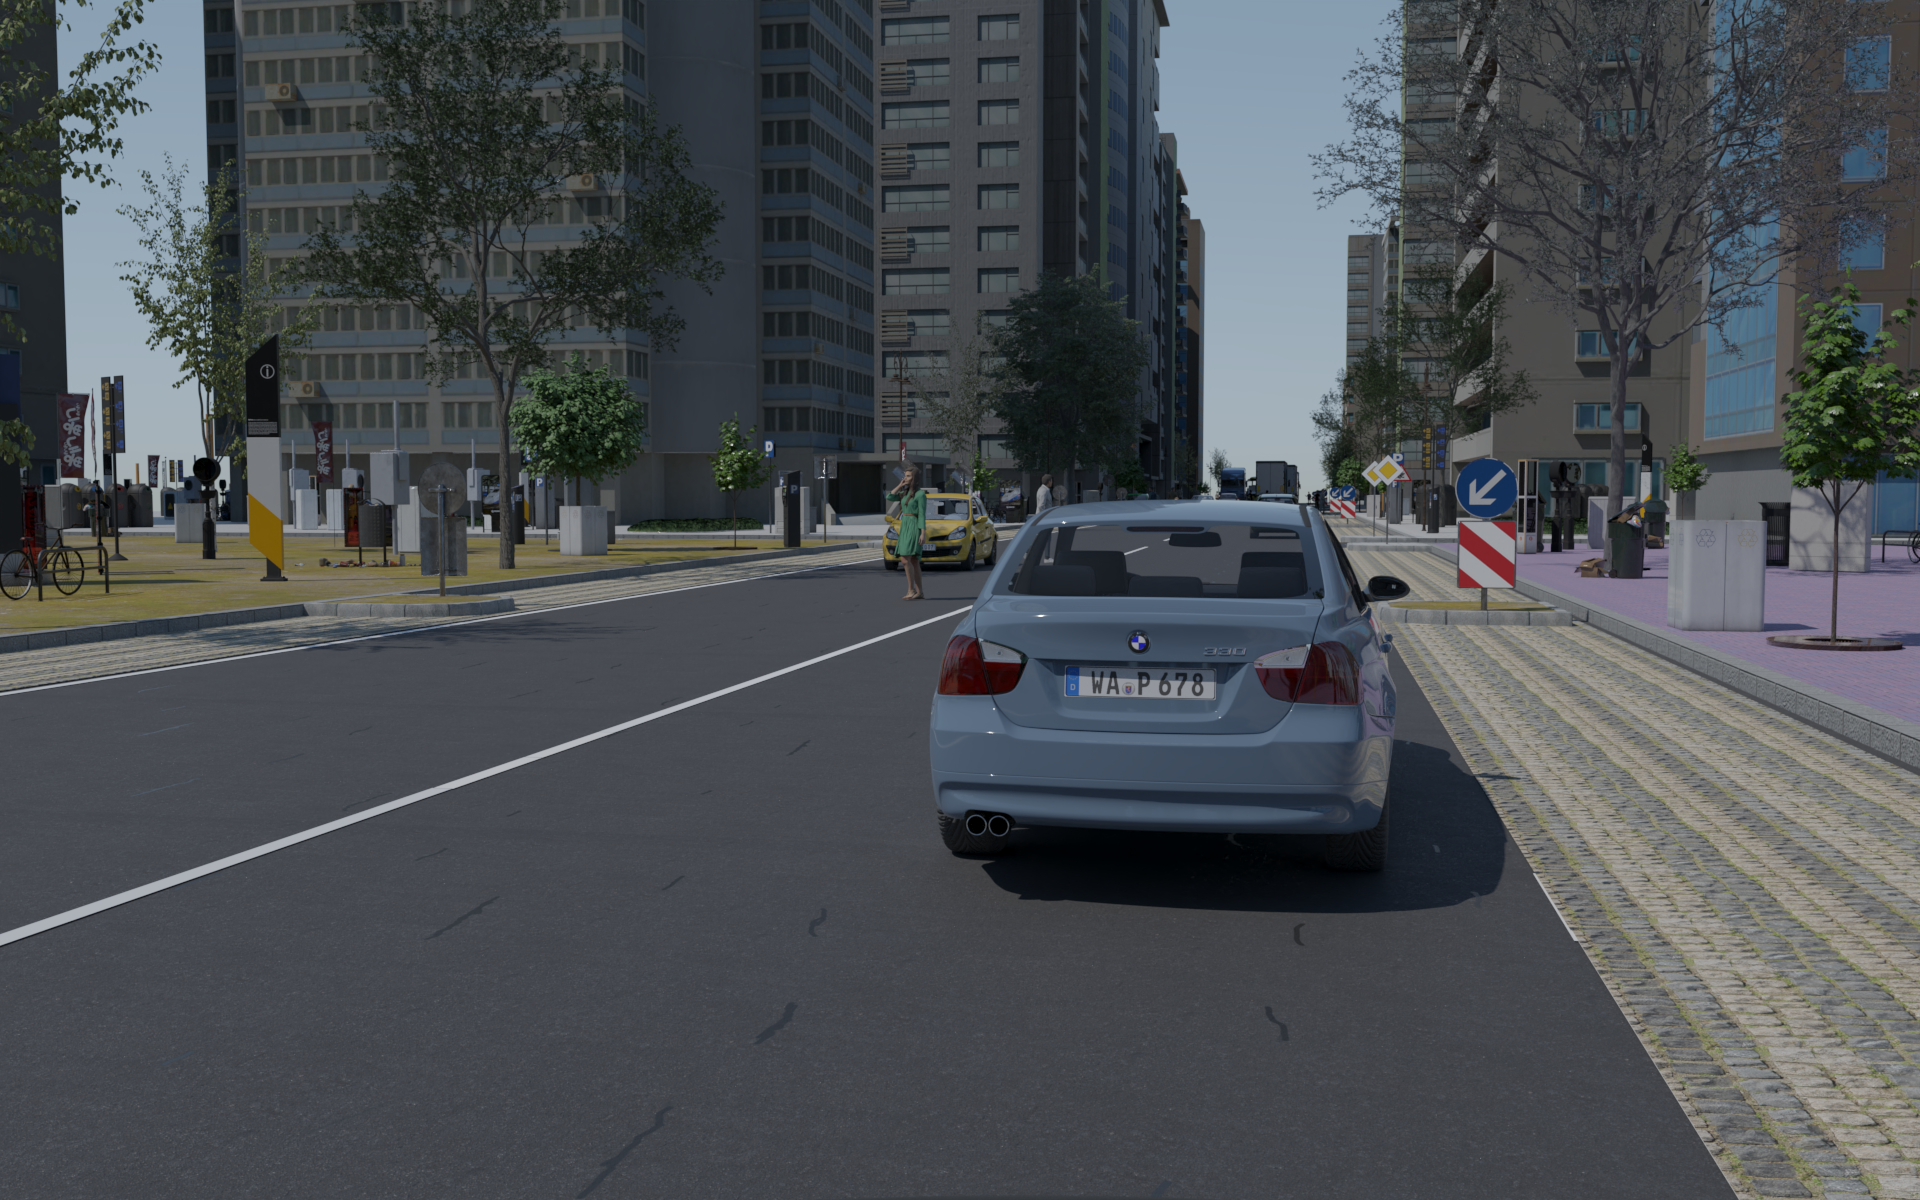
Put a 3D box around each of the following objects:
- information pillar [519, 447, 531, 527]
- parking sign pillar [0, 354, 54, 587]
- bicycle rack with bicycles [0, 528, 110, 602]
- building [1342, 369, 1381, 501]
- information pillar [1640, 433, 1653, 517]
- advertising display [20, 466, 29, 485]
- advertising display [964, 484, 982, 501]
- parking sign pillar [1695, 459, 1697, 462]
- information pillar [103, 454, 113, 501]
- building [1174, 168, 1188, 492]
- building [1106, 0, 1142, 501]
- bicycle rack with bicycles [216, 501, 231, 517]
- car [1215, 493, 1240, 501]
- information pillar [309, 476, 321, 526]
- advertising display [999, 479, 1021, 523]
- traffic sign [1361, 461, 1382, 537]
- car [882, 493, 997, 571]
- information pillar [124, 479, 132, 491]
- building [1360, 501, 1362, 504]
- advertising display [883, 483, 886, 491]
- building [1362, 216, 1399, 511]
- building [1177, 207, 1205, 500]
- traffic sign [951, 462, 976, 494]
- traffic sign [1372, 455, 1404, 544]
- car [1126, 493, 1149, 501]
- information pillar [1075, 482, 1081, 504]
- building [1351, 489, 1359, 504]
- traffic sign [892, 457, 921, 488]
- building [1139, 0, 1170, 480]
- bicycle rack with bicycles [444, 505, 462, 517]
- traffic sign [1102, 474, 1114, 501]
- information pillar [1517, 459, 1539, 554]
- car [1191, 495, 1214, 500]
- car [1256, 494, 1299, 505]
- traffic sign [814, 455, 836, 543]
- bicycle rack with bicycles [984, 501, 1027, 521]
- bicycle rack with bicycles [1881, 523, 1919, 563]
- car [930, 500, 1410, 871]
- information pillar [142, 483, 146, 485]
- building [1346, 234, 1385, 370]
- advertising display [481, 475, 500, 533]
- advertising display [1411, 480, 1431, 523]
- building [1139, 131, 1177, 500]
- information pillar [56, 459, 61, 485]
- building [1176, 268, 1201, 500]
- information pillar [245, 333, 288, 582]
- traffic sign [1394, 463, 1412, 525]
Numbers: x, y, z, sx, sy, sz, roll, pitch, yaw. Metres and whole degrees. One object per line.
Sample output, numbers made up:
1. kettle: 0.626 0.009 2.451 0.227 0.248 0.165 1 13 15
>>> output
1. information pillar: -16.824 -4.617 66.835 0.183 3.616 0.504 1 4 20
2. parking sign pillar: -13.632 -2.198 24.404 1.447 3.967 1.447 -3 5 -40
3. bicycle rack with bicycles: -12.011 -0.485 21.319 2.852 0.926 2.925 0 4 -1
4. building: 69.856 -24.844 251.243 27.650 21.520 28.899 1 4 11
5. information pillar: 26.256 -4.582 66.271 0.183 3.616 0.504 -1 4 -22
6. advertising display: -17.468 -1.623 31.757 0.123 1.923 0.974 1 4 13
7. advertising display: 0.572 -4.286 75.287 0.974 1.923 0.123 3 5 44
8. parking sign pillar: 29.874 -4.916 68.848 1.447 3.967 1.447 1 4 18
9. information pillar: -37.505 -5.194 76.273 0.183 3.616 0.504 1 4 15
10. building: 18.498 -35.142 229.195 22.147 44.769 28.867 1 4 11
11. building: 3.226 -36.807 143.786 21.231 58.520 28.212 1 4 11
12. bicycle rack with bicycles: -39.331 -4.782 91.572 2.925 0.926 2.852 -2 4 -25
13. car: 23.002 -8.537 148.619 2.155 1.783 4.494 1 4 12
14. information pillar: -25.961 -3.989 69.716 0.304 2.012 0.304 1 4 12
15. advertising display: 2.186 -4.306 75.625 0.974 1.923 0.123 -1 4 -15
16. traffic sign: 12.450 -2.960 52.038 0.795 2.450 0.064 1 4 11
17. car: -0.361 -1.438 33.733 2.015 1.641 3.980 1 4 10
18. information pillar: -40.007 -4.822 83.324 0.304 2.012 0.304 -1 4 -10
19. building: 59.427 -29.959 181.714 32.217 40.220 23.993 1 4 11
20. advertising display: -4.190 -5.921 102.024 0.974 1.923 0.123 0 4 4
21. building: 54.249 -28.529 158.324 32.217 40.220 23.993 1 4 11
22. building: 31.324 -38.180 274.356 14.600 45.320 14.200 1 4 11
23. traffic sign: 0.095 -3.109 54.478 0.795 2.450 0.064 1 4 11
24. traffic sign: 10.910 -2.481 44.202 0.795 2.450 0.064 1 4 11
25. car: 11.367 -6.249 110.968 1.959 1.807 4.718 1 4 11
26. information pillar: 6.999 -5.999 102.579 0.304 2.012 0.304 -1 4 -15
27. building: 67.543 -32.537 223.867 32.217 40.220 23.993 1 4 11
28. traffic sign: -1.445 -2.630 46.642 0.795 2.450 0.064 1 4 11
29. building: 5.450 -35.666 172.369 28.713 52.752 27.495 1 4 11
30. bicycle rack with bicycles: -17.977 -2.762 58.546 2.852 0.926 2.925 0 4 3
31. traffic sign: 9.532 -6.803 111.339 0.768 2.556 0.104 1 4 12
32. information pillar: 12.093 -1.983 36.908 0.304 2.012 0.304 -1 4 -15
33. car: 16.280 -6.356 116.285 2.083 1.381 4.827 1 4 11
34. car: 10.424 -2.882 56.914 2.009 1.686 4.222 1 4 11
35. traffic sign: -3.544 -2.651 45.475 0.606 2.300 0.079 1 4 15
36. bicycle rack with bicycles: 1.751 -4.327 84.126 2.925 0.926 2.852 -2 4 -29
37. bicycle rack with bicycles: 18.316 -1.120 31.693 2.852 0.926 2.925 0 4 -5
38. car: 1.061 0.244 8.010 2.014 1.417 4.499 1 4 12
39. information pillar: -54.869 -6.845 116.399 0.304 2.012 0.304 -2 4 -28
40. building: 67.924 -36.042 272.880 14.154 41.232 14.086 1 4 11
41. advertising display: -15.436 -3.209 57.682 0.974 1.923 0.123 -1 4 -23
42. advertising display: 20.538 -4.399 77.134 0.974 1.923 0.123 -2 4 -24
43. building: 16.351 -31.079 191.733 14.154 41.232 14.086 1 4 11
44. information pillar: -51.123 -6.534 98.184 0.183 3.616 0.504 -1 4 -8
45. building: 19.477 -34.551 256.787 32.217 40.220 23.993 1 4 11
46. information pillar: -10.169 -2.080 25.359 0.504 3.616 0.183 0 4 -1
47. traffic sign: 18.426 -4.428 72.404 0.884 2.594 0.081 1 4 12
